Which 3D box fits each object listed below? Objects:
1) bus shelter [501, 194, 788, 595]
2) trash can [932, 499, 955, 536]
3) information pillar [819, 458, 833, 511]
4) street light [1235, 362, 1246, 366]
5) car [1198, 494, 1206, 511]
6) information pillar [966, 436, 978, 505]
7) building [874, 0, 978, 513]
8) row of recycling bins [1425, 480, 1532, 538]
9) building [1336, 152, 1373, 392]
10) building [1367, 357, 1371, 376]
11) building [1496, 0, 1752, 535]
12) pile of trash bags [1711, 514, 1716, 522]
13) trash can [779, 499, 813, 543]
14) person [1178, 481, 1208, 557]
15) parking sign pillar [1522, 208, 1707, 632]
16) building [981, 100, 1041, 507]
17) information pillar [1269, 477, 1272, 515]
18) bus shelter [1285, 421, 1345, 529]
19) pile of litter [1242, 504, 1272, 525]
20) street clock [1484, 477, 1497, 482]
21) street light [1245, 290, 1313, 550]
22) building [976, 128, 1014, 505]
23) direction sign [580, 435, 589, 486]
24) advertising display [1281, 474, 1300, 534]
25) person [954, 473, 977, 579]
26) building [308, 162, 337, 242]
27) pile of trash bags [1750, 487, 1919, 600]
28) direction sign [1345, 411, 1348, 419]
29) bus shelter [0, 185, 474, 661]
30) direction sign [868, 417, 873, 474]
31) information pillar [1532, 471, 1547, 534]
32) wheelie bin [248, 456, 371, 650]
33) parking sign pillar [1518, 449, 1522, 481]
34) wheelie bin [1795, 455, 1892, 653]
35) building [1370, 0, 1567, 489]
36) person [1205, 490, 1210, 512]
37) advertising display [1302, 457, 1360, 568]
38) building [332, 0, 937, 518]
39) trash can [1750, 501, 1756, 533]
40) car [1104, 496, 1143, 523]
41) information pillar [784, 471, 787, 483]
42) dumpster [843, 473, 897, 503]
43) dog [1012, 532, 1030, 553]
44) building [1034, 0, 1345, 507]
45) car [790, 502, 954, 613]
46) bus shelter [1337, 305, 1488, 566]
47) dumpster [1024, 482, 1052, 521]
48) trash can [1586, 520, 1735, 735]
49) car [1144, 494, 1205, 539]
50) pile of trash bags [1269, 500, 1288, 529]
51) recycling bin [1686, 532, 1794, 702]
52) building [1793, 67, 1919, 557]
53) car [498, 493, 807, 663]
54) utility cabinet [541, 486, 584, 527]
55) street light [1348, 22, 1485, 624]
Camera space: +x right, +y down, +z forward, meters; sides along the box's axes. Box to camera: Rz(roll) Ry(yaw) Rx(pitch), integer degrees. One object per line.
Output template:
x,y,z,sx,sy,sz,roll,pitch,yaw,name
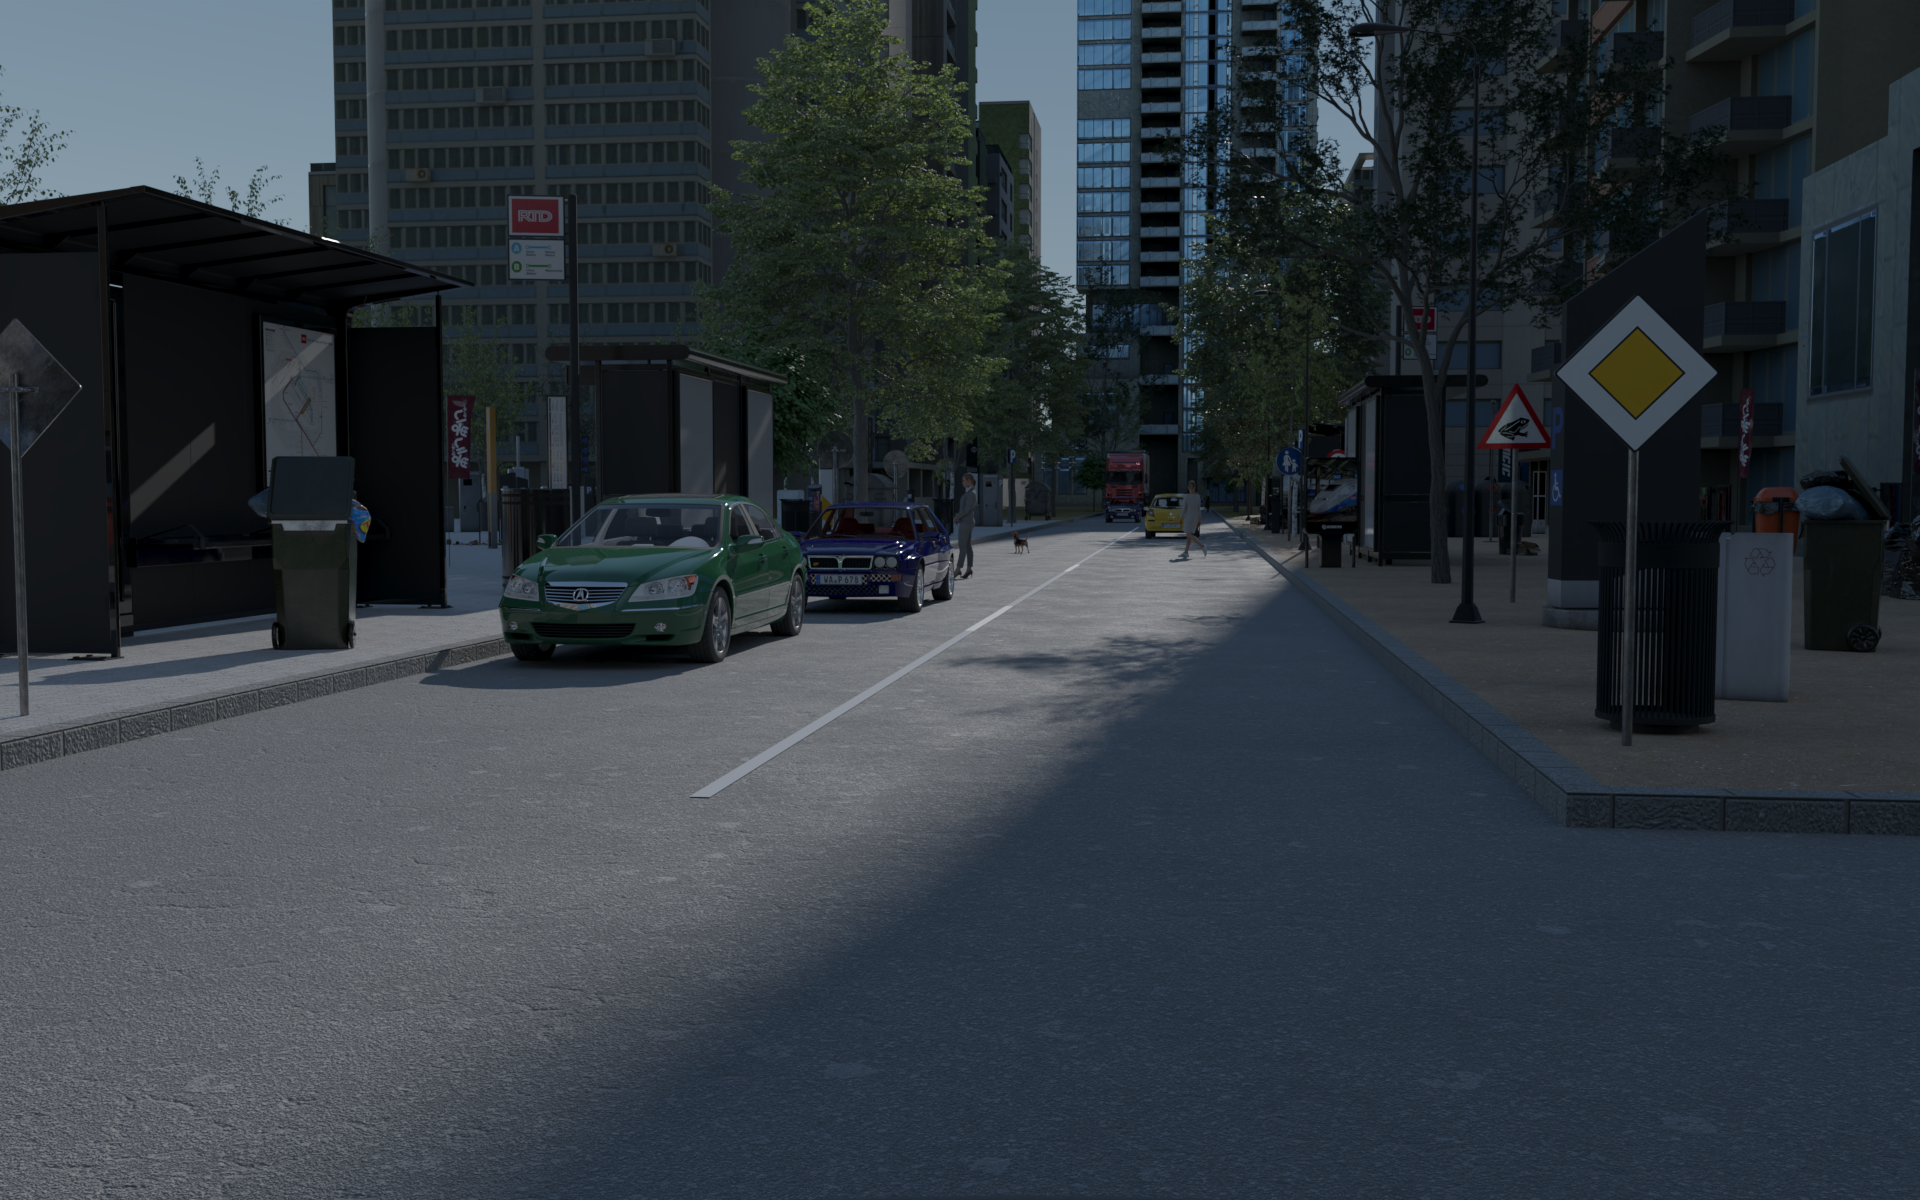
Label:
-4.632,-2.948,25.833,2.179,5.291,8.768,0,4,8,bus shelter
-0.505,-2.568,53.648,0.748,1.137,0.748,0,3,0,trash can
-4.525,-4.112,58.579,0.504,3.616,0.183,-2,4,-33,information pillar
10.345,-5.420,61.164,1.470,5.913,1.316,0,4,8,street light
19.799,-8.223,146.452,2.014,1.417,4.499,0,4,8,car
0.485,-4.796,69.766,0.504,3.616,0.183,-1,4,-8,information pillar
-6.621,-26.507,116.978,14.154,41.232,14.086,0,4,8,building
15.240,-2.712,51.449,3.534,1.692,1.069,-1,4,-11,row of recycling bins
53.326,-30.232,186.174,23.993,40.220,32.217,0,4,8,building
40.558,-50.017,130.453,22.319,86.520,31.000,0,4,8,building
32.642,-24.823,60.478,22.147,44.769,28.867,0,4,8,building
14.188,-1.496,34.219,1.912,1.369,3.447,2,4,32,pile of trash bags
-3.800,-1.753,40.309,0.748,1.137,0.748,0,3,0,trash can
5.286,-1.834,39.236,0.760,1.731,0.466,2,4,29,person
6.391,-1.723,16.640,1.447,3.967,1.447,0,4,1,parking sign pillar
1.173,-30.622,184.263,14.086,41.232,14.154,0,4,8,building
13.454,-4.310,74.961,0.304,2.012,0.304,0,4,0,information pillar
11.981,-4.111,58.496,1.731,3.624,6.357,0,4,8,bus shelter
12.704,-3.609,72.978,1.719,0.858,1.176,0,4,7,pile of litter
21.871,-4.094,71.503,0.471,2.002,0.358,2,4,31,street clock
7.368,-4.099,39.555,1.470,5.913,1.316,0,4,8,street light
-2.735,-22.939,146.759,14.107,30.474,14.160,0,4,8,building
-14.672,-4.583,66.929,0.876,3.537,0.379,2,4,33,direction sign
10.751,-3.067,55.354,0.974,1.923,0.123,0,4,-3,advertising display
0.019,-1.267,29.491,0.573,1.790,0.520,-1,4,-14,person
-47.332,-23.312,152.852,14.107,30.474,14.160,0,4,8,building
11.751,-0.728,21.658,3.447,1.369,1.912,1,4,15,pile of trash bags
10.598,-3.367,47.051,0.379,3.537,0.876,0,4,-6,direction sign
-6.646,-1.536,16.402,1.731,3.624,6.357,0,4,8,bus shelter
-2.641,-3.623,51.237,0.379,3.537,0.876,0,4,4,direction sign
18.631,-3.131,55.688,0.304,2.012,0.304,-1,4,-13,information pillar
-5.410,-0.401,14.459,0.980,1.594,0.693,-1,4,-12,wheelie bin
26.143,-5.535,78.976,1.447,3.967,1.447,0,4,4,parking sign pillar
7.273,-0.390,14.283,0.693,1.594,0.980,2,4,30,wheelie bin
35.207,-34.238,101.783,21.231,58.520,28.212,0,4,8,building
19.249,-7.703,135.178,0.721,1.736,1.217,1,4,11,person
6.454,-1.523,30.121,0.974,1.923,0.123,0,4,-8,advertising display
-18.059,-24.907,99.105,32.217,40.220,23.993,0,4,8,building
17.464,-1.578,37.462,0.748,1.137,0.748,0,3,0,trash can
8.262,-4.576,87.400,1.945,1.354,3.894,0,4,8,car
-8.495,-5.686,84.321,0.183,3.616,0.504,-1,4,-13,information pillar
-2.538,-2.615,48.509,1.264,1.857,1.865,0,4,8,dumpster
1.473,-1.394,42.077,0.540,0.507,0.406,1,4,16,dog
24.396,-53.229,182.971,31.000,86.520,22.319,0,4,8,building
-1.142,-0.593,22.272,1.945,1.354,3.894,1,4,8,car
8.769,-3.488,34.654,2.179,5.291,8.768,0,4,8,bus shelter
3.767,-4.788,84.046,1.264,1.857,1.865,0,4,8,dumpster
3.789,0.137,9.420,0.748,1.137,0.748,0,3,0,trash can
6.987,-2.841,56.682,2.015,1.641,3.980,1,4,9,car
12.551,-3.330,64.198,1.912,1.369,3.447,1,4,20,pile of trash bags
4.918,0.090,11.086,0.722,1.027,0.722,2,4,26,recycling bin
29.727,-43.334,21.177,31.000,86.520,22.319,0,4,8,building
-2.720,-0.274,16.286,2.131,1.459,4.920,0,4,8,car
-11.334,-2.490,49.387,1.173,1.500,0.318,-2,4,-26,utility cabinet
4.520,-2.730,17.171,1.470,5.913,1.316,0,4,8,street light
